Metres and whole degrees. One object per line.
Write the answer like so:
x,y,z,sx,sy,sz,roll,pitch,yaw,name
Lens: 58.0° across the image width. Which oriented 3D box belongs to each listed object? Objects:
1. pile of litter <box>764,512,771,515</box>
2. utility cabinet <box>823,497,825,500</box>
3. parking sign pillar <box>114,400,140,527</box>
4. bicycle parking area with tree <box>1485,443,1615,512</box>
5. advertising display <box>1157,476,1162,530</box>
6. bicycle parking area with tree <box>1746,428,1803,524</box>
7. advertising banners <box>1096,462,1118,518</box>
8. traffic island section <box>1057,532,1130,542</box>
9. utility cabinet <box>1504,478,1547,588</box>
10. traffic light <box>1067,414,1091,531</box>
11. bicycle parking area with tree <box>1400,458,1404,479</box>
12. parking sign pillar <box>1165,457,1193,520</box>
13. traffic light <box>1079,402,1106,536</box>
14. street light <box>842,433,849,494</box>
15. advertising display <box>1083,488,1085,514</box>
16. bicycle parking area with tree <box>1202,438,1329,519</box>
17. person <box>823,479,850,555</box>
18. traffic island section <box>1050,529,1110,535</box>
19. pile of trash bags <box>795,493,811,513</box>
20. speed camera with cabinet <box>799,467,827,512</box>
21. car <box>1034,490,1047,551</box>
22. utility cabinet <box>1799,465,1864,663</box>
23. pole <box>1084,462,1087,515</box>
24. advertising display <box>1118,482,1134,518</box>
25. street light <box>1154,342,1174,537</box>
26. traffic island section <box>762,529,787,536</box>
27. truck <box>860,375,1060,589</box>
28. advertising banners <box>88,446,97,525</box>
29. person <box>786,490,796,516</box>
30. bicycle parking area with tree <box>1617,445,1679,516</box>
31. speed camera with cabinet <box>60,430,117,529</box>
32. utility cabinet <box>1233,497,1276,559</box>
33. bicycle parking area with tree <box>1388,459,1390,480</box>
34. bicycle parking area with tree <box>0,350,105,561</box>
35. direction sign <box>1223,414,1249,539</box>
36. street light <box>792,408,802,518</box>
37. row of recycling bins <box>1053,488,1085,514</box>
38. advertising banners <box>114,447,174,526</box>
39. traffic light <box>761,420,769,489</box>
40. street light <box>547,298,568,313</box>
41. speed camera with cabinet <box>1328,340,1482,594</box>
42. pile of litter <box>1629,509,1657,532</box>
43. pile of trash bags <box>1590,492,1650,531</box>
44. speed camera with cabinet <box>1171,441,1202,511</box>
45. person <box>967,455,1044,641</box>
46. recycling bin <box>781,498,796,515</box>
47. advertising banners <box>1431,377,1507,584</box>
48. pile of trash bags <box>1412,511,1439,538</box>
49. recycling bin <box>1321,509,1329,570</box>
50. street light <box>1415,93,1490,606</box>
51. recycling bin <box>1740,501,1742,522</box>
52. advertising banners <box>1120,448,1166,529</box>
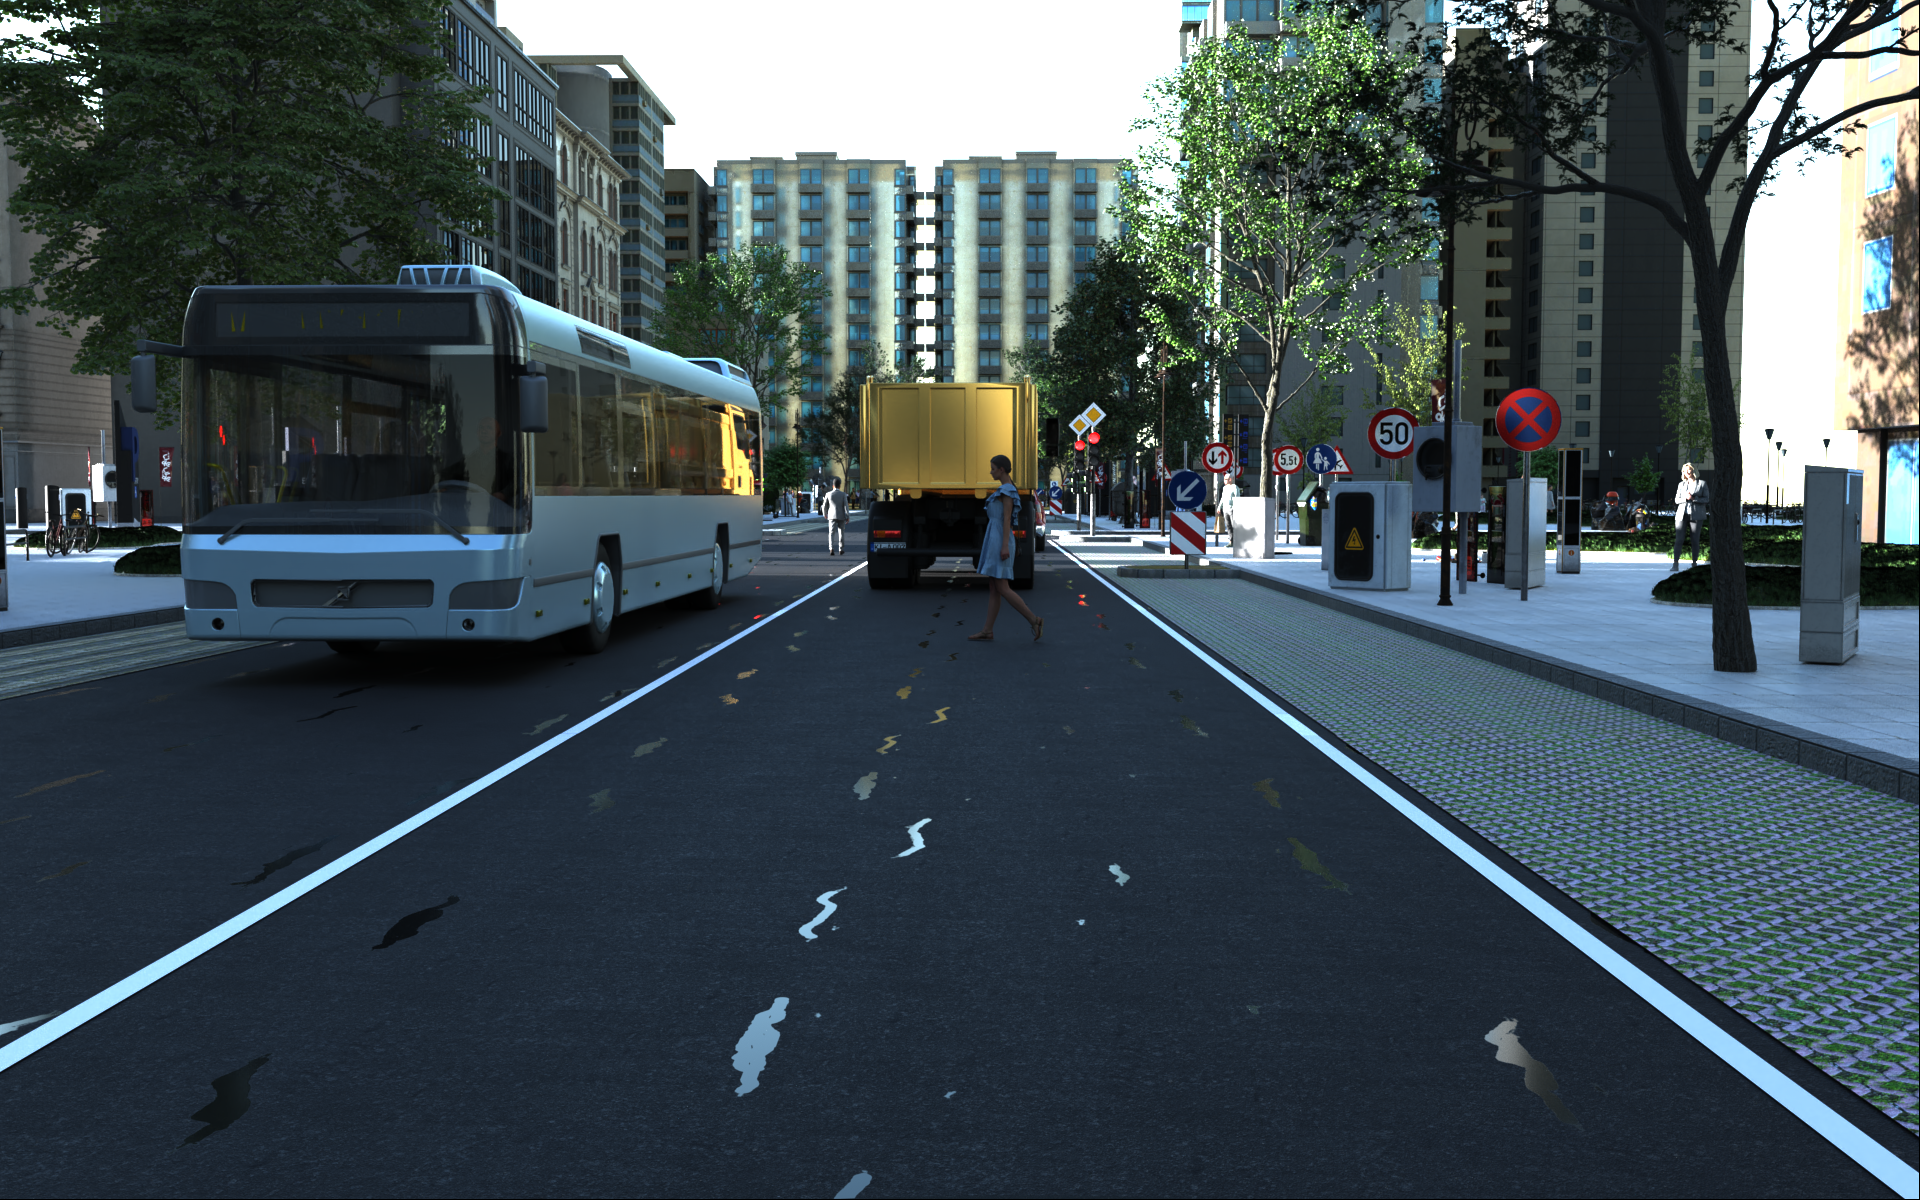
-12.374,-5.802,108.826,1.176,0.858,1.719,3,5,45,pile of litter
-10.065,-7.494,131.198,0.318,1.500,1.173,2,4,33,utility cabinet
-24.268,-3.793,50.487,1.447,3.967,1.447,-1,4,-16,parking sign pillar
32.215,-6.849,98.989,8.231,4.147,9.016,2,4,31,bicycle parking area with tree
7.278,-3.511,62.620,0.123,1.923,0.974,1,4,15,advertising display
37.334,-5.331,74.156,9.016,4.147,8.231,-3,5,-40,bicycle parking area with tree
8.344,-5.970,93.793,2.074,3.025,0.090,0,4,-6,advertising banners
4.093,-1.880,53.019,2.009,0.180,2.903,0,4,1,traffic island section
7.735,-0.918,23.694,0.318,1.500,1.173,2,4,30,utility cabinet
4.175,-4.402,60.890,0.839,4.253,0.868,0,4,1,traffic light
32.885,-8.836,131.470,9.016,4.147,8.231,1,4,18,bicycle parking area with tree
10.987,-6.010,86.743,1.447,3.967,1.447,0,4,-6,parking sign pillar
4.054,-3.913,52.906,0.839,4.253,0.868,0,4,1,traffic light
-8.231,-9.316,125.105,0.468,5.910,1.993,0,4,1,street light
7.930,-6.163,105.971,0.123,1.923,0.974,-3,5,-41,advertising display
17.005,-6.362,91.021,9.016,4.147,8.231,0,4,5,bicycle parking area with tree
-2.908,-1.951,40.674,0.678,1.792,0.850,0,4,4,person
4.215,-2.368,61.004,2.009,0.180,2.903,0,4,1,traffic island section
-10.910,-6.507,116.135,1.912,1.369,3.447,0,4,-1,pile of trash bags
-10.715,-8.038,125.759,2.038,3.252,0.660,-2,4,-24,speed camera with cabinet
1.156,-2.240,45.299,2.281,1.827,5.304,0,4,1,car
6.775,-0.290,13.428,0.318,1.500,1.173,2,4,32,utility cabinet
7.679,-6.820,105.345,0.158,3.312,0.155,0,3,0,pole
8.720,-5.256,91.154,0.974,1.923,0.123,-2,4,-31,advertising display
6.099,-4.836,51.864,0.468,5.910,1.993,0,4,1,street light
-7.225,-2.379,61.182,2.009,0.180,2.903,0,4,1,traffic island section
0.029,-2.070,29.771,3.469,3.379,9.791,0,4,2,truck
-32.231,-4.167,64.313,0.090,3.025,2.074,-1,4,-21,advertising banners
-9.908,-5.657,101.135,0.523,1.515,0.503,2,4,26,person
43.425,-7.054,102.327,8.231,4.147,9.016,0,4,-6,bicycle parking area with tree
-26.592,-3.573,52.759,0.660,3.252,2.038,2,4,31,speed camera with cabinet
5.894,-1.440,34.710,0.306,1.237,1.020,-2,4,-28,utility cabinet
24.768,-8.309,122.848,9.016,4.147,8.231,2,4,29,bicycle parking area with tree
-21.630,-2.865,33.847,8.231,4.147,9.016,0,4,0,bicycle parking area with tree
7.811,-3.495,49.148,0.876,3.537,0.379,-2,4,-27,direction sign
-8.760,-7.380,93.453,0.468,5.910,1.993,0,4,1,street light
8.826,-7.581,131.058,3.534,1.692,1.069,0,4,8,row of recycling bins
-30.150,-4.151,64.052,2.074,3.025,0.090,-2,4,-27,advertising banners
-7.185,-4.411,61.047,0.839,4.253,0.868,0,4,1,traffic light
-9.493,-4.176,41.064,0.468,5.910,1.993,0,4,1,street light
5.818,-1.738,22.758,0.660,3.252,2.038,-3,4,-38,speed camera with cabinet
20.455,-2.313,51.777,1.176,0.858,1.719,-3,4,-36,pile of litter
23.478,-3.183,61.792,1.912,1.369,3.447,1,4,11,pile of trash bags
8.550,-4.344,65.365,0.660,3.252,2.038,2,4,27,speed camera with cabinet
0.458,-0.506,16.874,0.778,1.811,0.616,1,4,18,person
-10.674,-5.825,107.788,0.722,1.027,0.722,2,4,24,recycling bin
7.484,-1.789,25.438,0.090,3.025,2.074,-1,4,-18,advertising banners
13.041,-2.526,51.060,1.912,1.369,3.447,0,4,6,pile of trash bags
6.548,-1.009,29.051,0.722,1.027,0.722,-1,4,-19,recycling bin
5.591,-2.875,19.789,0.468,5.910,1.993,0,4,1,street light
27.575,-3.028,62.059,0.722,1.027,0.722,2,4,34,recycling bin
6.909,-4.199,64.847,2.074,3.025,0.090,-2,4,-33,advertising banners
